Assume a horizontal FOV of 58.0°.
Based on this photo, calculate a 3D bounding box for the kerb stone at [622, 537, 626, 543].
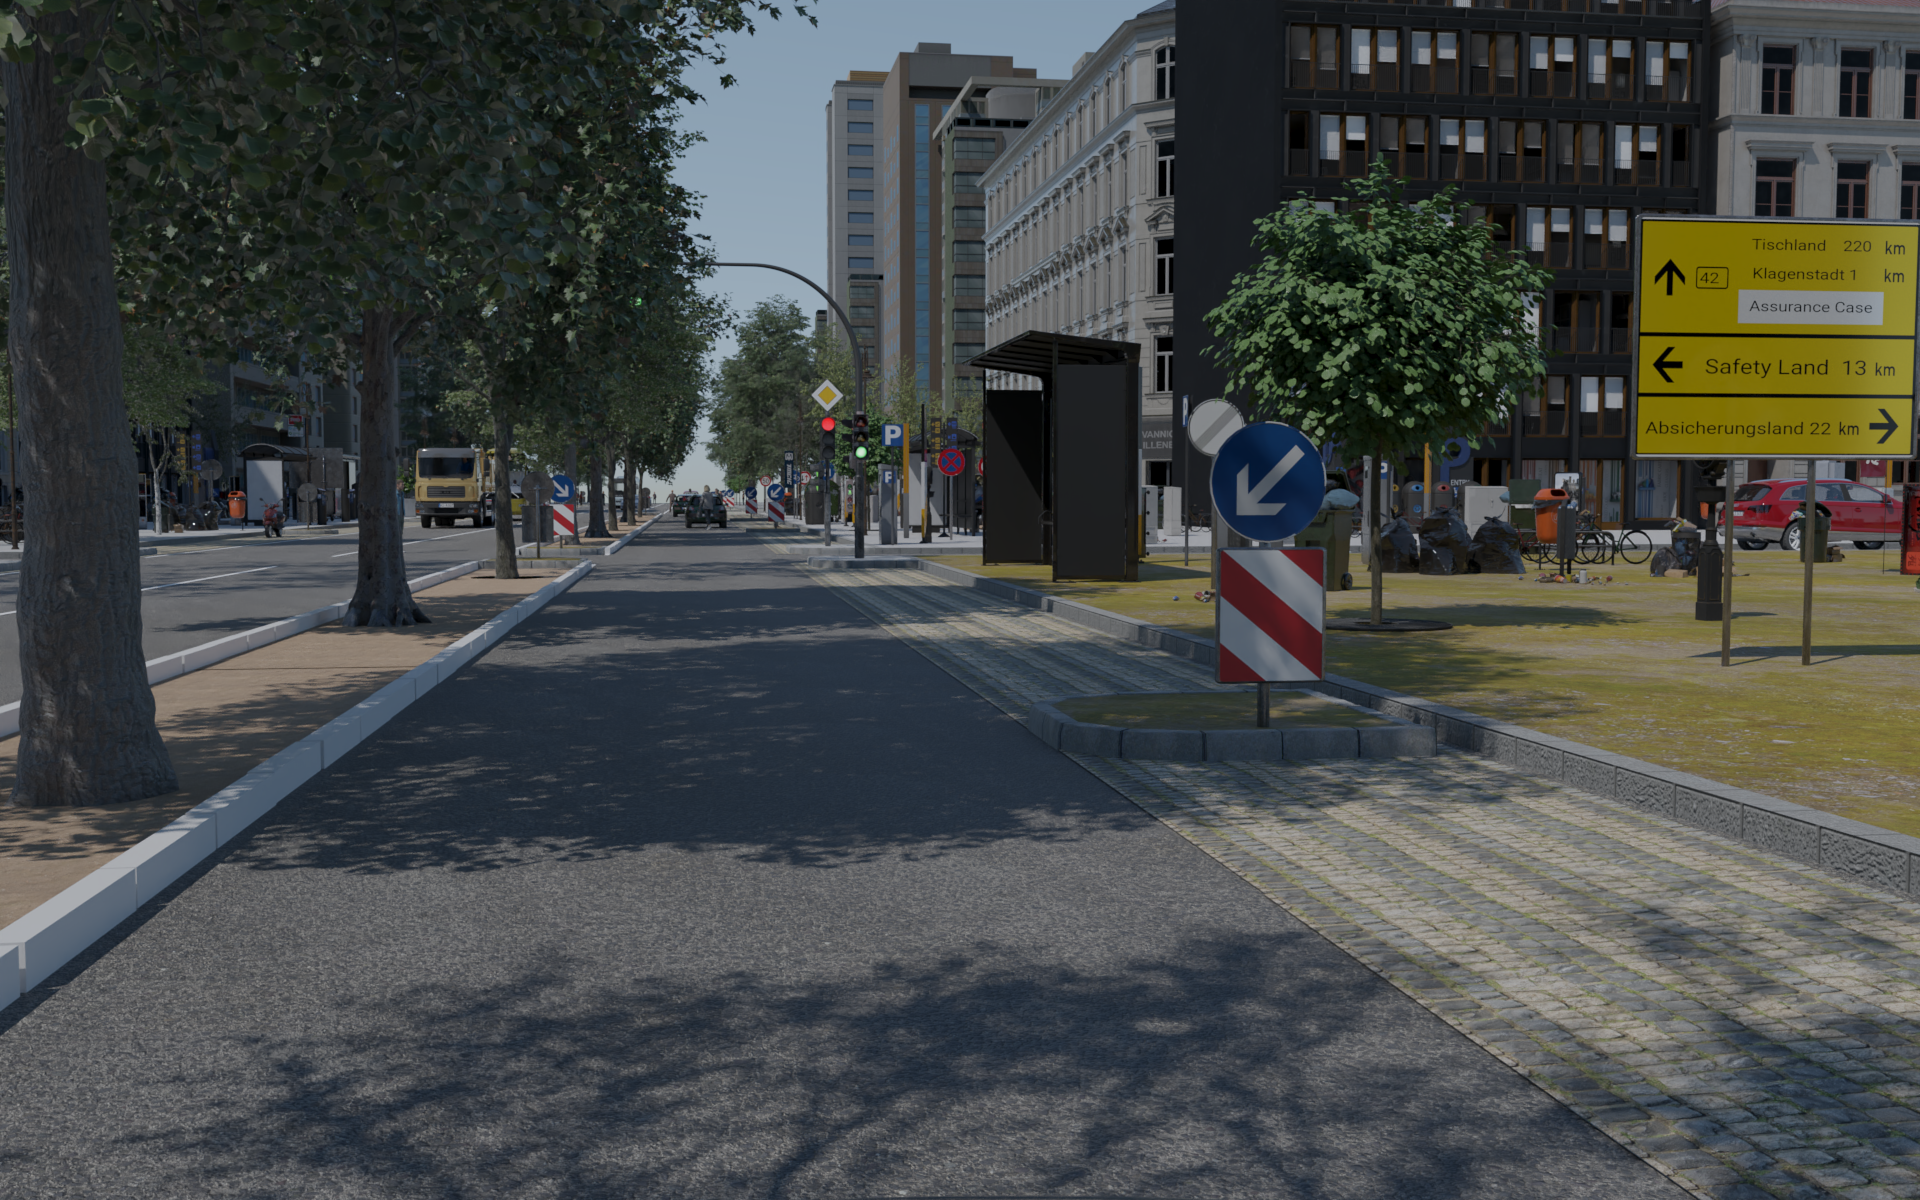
[{"bbox_3d":[-9.517,-1.615,48.593,0.120,0.150,1.000,-1,4,-9],"label":"kerb stone"}]

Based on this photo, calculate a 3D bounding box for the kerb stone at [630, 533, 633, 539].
[{"bbox_3d":[-10.296,-1.920,53.659,0.120,0.150,1.000,-1,4,-9],"label":"kerb stone"}]

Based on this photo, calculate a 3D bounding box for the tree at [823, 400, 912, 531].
[{"bbox_3d":[-3.094,-4.690,60.397,4.285,4.588,4.351,0,3,0],"label":"tree"}]

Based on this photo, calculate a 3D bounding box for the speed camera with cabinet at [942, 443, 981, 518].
[{"bbox_3d":[-0.164,-4.507,68.029,2.038,3.252,0.660,-2,4,-27],"label":"speed camera with cabinet"}]

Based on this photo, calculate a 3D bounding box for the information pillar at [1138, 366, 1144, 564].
[{"bbox_3d":[3.177,-2.489,32.044,0.183,3.616,0.504,-3,5,-40],"label":"information pillar"}]

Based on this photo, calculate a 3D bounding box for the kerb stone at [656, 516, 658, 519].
[{"bbox_3d":[-16.116,-4.212,91.115,0.120,0.150,1.000,-1,4,-9],"label":"kerb stone"}]

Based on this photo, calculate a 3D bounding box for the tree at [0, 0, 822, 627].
[{"bbox_3d":[-6.318,-6.058,18.507,9.611,12.733,9.660,0,3,0],"label":"tree"}]

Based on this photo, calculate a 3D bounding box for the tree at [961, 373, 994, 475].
[{"bbox_3d":[0.554,-9.422,104.414,4.737,8.622,4.395,0,3,0],"label":"tree"}]

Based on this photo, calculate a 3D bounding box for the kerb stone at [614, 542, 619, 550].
[{"bbox_3d":[-8.727,-1.305,43.537,0.120,0.150,1.000,-1,4,-9],"label":"kerb stone"}]

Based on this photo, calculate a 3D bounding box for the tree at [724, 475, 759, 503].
[{"bbox_3d":[-24.799,-13.336,201.762,4.285,4.588,4.351,0,3,0],"label":"tree"}]

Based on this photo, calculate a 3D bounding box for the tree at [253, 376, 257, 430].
[{"bbox_3d":[-36.890,-8.288,85.870,4.360,8.622,3.978,0,3,0],"label":"tree"}]

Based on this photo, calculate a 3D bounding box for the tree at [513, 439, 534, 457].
[{"bbox_3d":[-39.737,-12.343,152.167,4.737,8.622,4.395,0,3,0],"label":"tree"}]

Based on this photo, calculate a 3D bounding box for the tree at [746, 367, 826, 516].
[{"bbox_3d":[-9.280,-9.155,100.041,4.360,8.622,3.978,0,3,0],"label":"tree"}]

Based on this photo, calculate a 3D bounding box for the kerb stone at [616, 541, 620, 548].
[{"bbox_3d":[-8.889,-1.367,44.546,0.120,0.150,1.000,-1,4,-9],"label":"kerb stone"}]

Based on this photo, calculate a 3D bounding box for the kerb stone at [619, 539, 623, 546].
[{"bbox_3d":[-9.207,-1.491,46.567,0.120,0.150,1.000,-1,4,-9],"label":"kerb stone"}]

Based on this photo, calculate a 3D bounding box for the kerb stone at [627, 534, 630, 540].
[{"bbox_3d":[-9.991,-1.801,51.635,0.120,0.150,1.000,-1,4,-9],"label":"kerb stone"}]

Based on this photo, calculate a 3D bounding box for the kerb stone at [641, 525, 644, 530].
[{"bbox_3d":[-12.183,-2.663,65.797,0.120,0.150,1.000,-1,4,-9],"label":"kerb stone"}]

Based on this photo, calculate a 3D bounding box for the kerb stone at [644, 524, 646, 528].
[{"bbox_3d":[-12.652,-2.844,68.850,0.120,0.150,1.000,-1,4,-9],"label":"kerb stone"}]

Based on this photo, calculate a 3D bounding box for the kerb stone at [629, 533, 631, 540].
[{"bbox_3d":[-10.145,-1.861,52.647,0.120,0.150,1.000,-1,4,-9],"label":"kerb stone"}]

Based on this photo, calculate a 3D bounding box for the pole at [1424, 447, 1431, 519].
[{"bbox_3d":[14.542,-3.670,53.840,0.158,3.312,0.155,0,3,0],"label":"pole"}]

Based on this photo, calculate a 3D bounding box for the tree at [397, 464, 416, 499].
[{"bbox_3d":[-31.024,-6.293,97.496,1.663,3.219,1.824,0,3,0],"label":"tree"}]

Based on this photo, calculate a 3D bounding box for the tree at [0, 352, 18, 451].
[{"bbox_3d":[-35.545,-6.837,62.153,4.737,8.622,4.395,0,3,0],"label":"tree"}]

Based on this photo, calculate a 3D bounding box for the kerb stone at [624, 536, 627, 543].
[{"bbox_3d":[-9.680,-1.673,49.602,0.120,0.150,1.000,-1,4,-9],"label":"kerb stone"}]

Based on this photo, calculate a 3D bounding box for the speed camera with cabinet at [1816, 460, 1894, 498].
[{"bbox_3d":[24.612,-3.269,47.779,0.660,3.252,2.038,-2,4,-34],"label":"speed camera with cabinet"}]

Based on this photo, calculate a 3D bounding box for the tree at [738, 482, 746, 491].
[{"bbox_3d":[-21.581,-14.105,180.975,4.360,8.622,3.978,0,3,0],"label":"tree"}]

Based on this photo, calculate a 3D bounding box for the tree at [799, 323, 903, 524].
[{"bbox_3d":[-4.960,-7.567,74.079,4.737,8.622,4.395,0,3,0],"label":"tree"}]

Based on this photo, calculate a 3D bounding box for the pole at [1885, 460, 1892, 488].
[{"bbox_3d":[28.712,-3.653,53.574,0.158,3.312,0.155,0,3,0],"label":"pole"}]

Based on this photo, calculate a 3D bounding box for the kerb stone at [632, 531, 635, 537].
[{"bbox_3d":[-10.614,-2.048,55.681,0.120,0.150,1.000,-1,4,-9],"label":"kerb stone"}]

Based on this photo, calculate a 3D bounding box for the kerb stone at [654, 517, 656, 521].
[{"bbox_3d":[-15.490,-3.967,87.058,0.120,0.150,1.000,-1,4,-9],"label":"kerb stone"}]

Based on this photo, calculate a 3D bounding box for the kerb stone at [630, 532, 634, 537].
[{"bbox_3d":[-10.460,-1.983,54.671,0.120,0.150,1.000,-1,4,-9],"label":"kerb stone"}]

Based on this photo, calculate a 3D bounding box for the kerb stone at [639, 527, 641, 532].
[{"bbox_3d":[-11.714,-2.480,62.754,0.120,0.150,1.000,-1,4,-9],"label":"kerb stone"}]

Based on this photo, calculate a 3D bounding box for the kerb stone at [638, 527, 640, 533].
[{"bbox_3d":[-11.558,-2.419,61.740,0.120,0.150,1.000,-1,4,-9],"label":"kerb stone"}]

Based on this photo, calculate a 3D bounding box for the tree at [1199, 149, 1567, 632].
[{"bbox_3d":[4.032,-2.021,16.765,4.285,4.588,4.351,0,3,0],"label":"tree"}]

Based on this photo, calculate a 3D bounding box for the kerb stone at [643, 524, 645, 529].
[{"bbox_3d":[-12.500,-2.788,67.839,0.120,0.150,1.000,-1,4,-9],"label":"kerb stone"}]

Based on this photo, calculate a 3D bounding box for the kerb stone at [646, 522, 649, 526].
[{"bbox_3d":[-13.280,-3.099,72.895,0.120,0.150,1.000,-1,4,-9],"label":"kerb stone"}]

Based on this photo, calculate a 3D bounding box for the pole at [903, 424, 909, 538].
[{"bbox_3d":[-1.557,-3.444,50.145,0.158,3.312,0.155,0,3,0],"label":"pole"}]

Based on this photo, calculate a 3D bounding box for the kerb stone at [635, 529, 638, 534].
[{"bbox_3d":[-11.085,-2.233,58.711,0.120,0.150,1.000,-1,4,-9],"label":"kerb stone"}]

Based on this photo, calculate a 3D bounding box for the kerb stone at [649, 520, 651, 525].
[{"bbox_3d":[-13.910,-3.349,76.947,0.120,0.150,1.000,-1,4,-9],"label":"kerb stone"}]

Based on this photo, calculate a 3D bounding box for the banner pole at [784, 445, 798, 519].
[{"bbox_3d":[-8.513,-5.989,87.943,0.863,3.779,0.401,-1,4,-13],"label":"banner pole"}]

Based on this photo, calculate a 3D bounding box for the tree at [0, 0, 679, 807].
[{"bbox_3d":[-4.060,-6.028,7.668,9.857,13.997,8.962,0,3,0],"label":"tree"}]

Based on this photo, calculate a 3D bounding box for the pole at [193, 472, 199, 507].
[{"bbox_3d":[-29.071,-4.405,65.863,0.158,3.312,0.155,0,3,0],"label":"pole"}]

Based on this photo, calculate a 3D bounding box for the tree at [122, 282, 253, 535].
[{"bbox_3d":[-25.239,-6.341,54.037,4.360,8.622,3.978,0,3,0],"label":"tree"}]

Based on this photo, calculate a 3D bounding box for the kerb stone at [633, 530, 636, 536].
[{"bbox_3d":[-10.771,-2.110,56.691,0.120,0.150,1.000,-1,4,-9],"label":"kerb stone"}]

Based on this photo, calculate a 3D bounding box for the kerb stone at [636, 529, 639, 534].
[{"bbox_3d":[-11.237,-2.295,59.721,0.120,0.150,1.000,-1,4,-9],"label":"kerb stone"}]

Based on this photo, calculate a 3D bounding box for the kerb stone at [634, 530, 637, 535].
[{"bbox_3d":[-10.933,-2.172,57.700,0.120,0.150,1.000,-1,4,-9],"label":"kerb stone"}]

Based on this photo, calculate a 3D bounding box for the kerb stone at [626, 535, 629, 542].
[{"bbox_3d":[-9.825,-1.737,50.617,0.120,0.150,1.000,-1,4,-9],"label":"kerb stone"}]

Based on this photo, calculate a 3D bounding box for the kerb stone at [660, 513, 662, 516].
[{"bbox_3d":[-17.998,-4.958,103.265,0.120,0.150,1.000,-1,4,-9],"label":"kerb stone"}]

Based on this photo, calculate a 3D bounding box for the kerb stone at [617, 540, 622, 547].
[{"bbox_3d":[-9.041,-1.428,45.557,0.120,0.150,1.000,-1,4,-9],"label":"kerb stone"}]

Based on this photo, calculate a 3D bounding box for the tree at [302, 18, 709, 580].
[{"bbox_3d":[-7.759,-6.159,28.909,9.928,11.665,9.643,0,3,0],"label":"tree"}]

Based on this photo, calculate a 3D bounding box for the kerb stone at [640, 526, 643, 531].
[{"bbox_3d":[-12.029,-2.603,64.784,0.120,0.150,1.000,-1,4,-9],"label":"kerb stone"}]

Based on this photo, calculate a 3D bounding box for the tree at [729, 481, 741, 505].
[{"bbox_3d":[-26.435,-12.928,205.974,1.663,3.219,1.824,0,3,0],"label":"tree"}]

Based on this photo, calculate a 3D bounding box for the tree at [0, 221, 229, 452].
[{"bbox_3d":[-23.719,-7.868,46.774,7.486,12.596,7.792,0,3,0],"label":"tree"}]

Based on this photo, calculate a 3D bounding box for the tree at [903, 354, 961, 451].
[{"bbox_3d":[-2.596,-8.558,90.279,4.737,8.622,4.395,0,3,0],"label":"tree"}]

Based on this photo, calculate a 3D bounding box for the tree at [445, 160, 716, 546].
[{"bbox_3d":[-10.608,-7.751,47.307,7.486,12.596,7.792,0,3,0],"label":"tree"}]

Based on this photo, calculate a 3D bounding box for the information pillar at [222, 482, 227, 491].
[{"bbox_3d":[-46.237,-6.396,109.061,0.304,2.012,0.304,2,4,25],"label":"information pillar"}]

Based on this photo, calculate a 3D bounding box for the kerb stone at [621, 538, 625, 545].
[{"bbox_3d":[-9.359,-1.552,47.578,0.120,0.150,1.000,-1,4,-9],"label":"kerb stone"}]

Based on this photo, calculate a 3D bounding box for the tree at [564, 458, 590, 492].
[{"bbox_3d":[-52.921,-17.657,239.053,4.737,8.622,4.395,0,3,0],"label":"tree"}]
